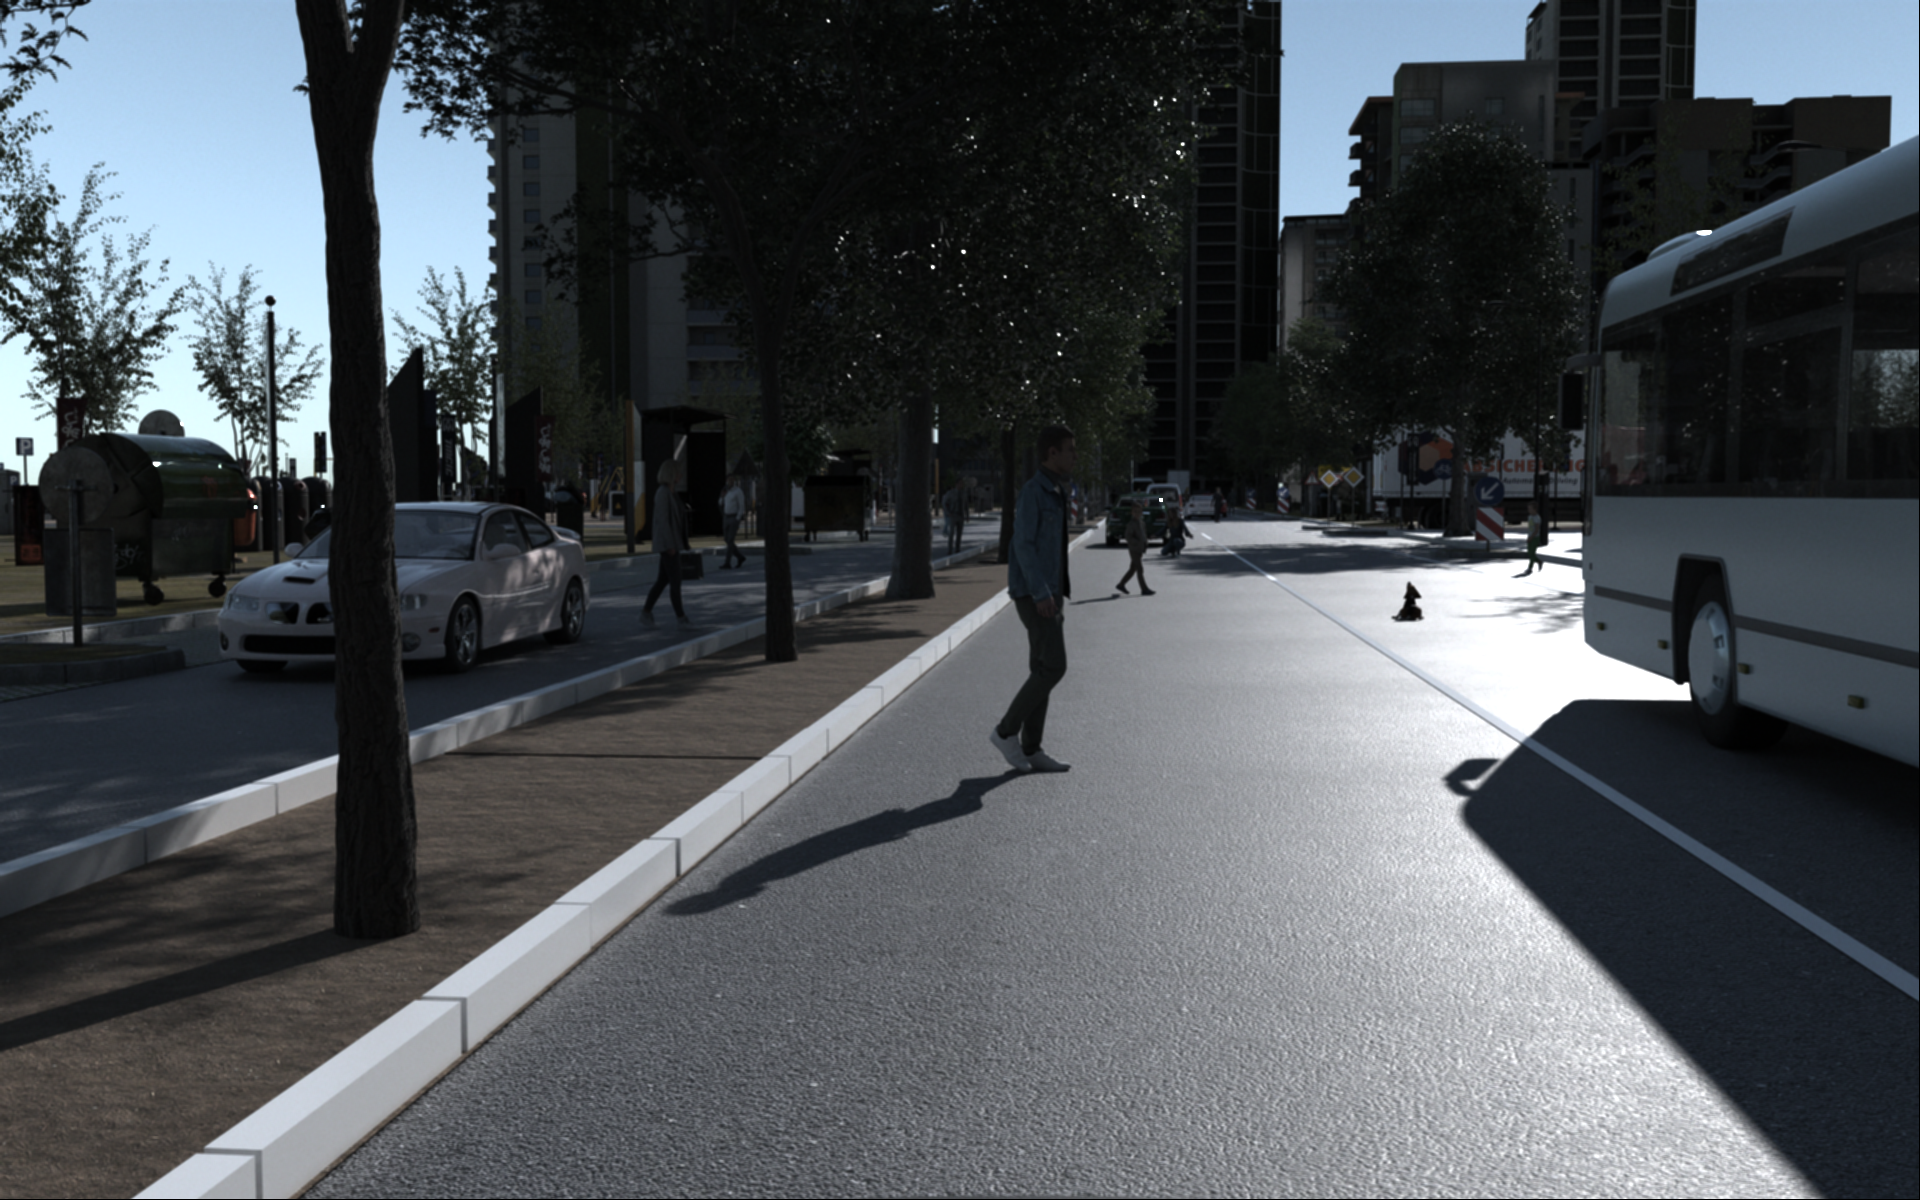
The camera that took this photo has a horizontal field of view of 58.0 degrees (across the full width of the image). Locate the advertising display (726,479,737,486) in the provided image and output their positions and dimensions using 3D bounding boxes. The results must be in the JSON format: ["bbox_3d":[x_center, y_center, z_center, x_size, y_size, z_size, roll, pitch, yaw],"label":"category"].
[{"bbox_3d":[-9.907,-4.157,73.187,0.974,1.923,0.123,-1,4,-13],"label":"advertising display"}]

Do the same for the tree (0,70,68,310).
[{"bbox_3d":[-14.175,-4.405,22.379,4.737,8.622,4.395,0,3,0],"label":"tree"}]

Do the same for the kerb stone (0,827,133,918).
[{"bbox_3d":[-3.246,0.981,6.164,0.120,0.150,1.000,0,4,6],"label":"kerb stone"}]

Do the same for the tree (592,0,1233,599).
[{"bbox_3d":[-0.678,-6.998,23.530,9.857,13.997,8.962,0,3,0],"label":"tree"}]

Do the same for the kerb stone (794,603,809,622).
[{"bbox_3d":[-1.870,0.171,19.407,0.120,0.150,1.000,0,4,6],"label":"kerb stone"}]

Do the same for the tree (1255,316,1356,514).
[{"bbox_3d":[22.578,-11.766,110.503,7.486,12.596,7.792,0,3,0],"label":"tree"}]

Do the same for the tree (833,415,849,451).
[{"bbox_3d":[-7.019,-10.871,128.103,4.360,8.622,3.978,0,3,0],"label":"tree"}]

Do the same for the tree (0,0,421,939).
[{"bbox_3d":[-1.847,-4.209,5.693,8.767,10.594,7.601,0,4,6],"label":"tree"}]

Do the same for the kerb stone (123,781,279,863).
[{"bbox_3d":[-3.143,0.920,7.181,0.120,0.150,1.000,0,4,6],"label":"kerb stone"}]

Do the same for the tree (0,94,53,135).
[{"bbox_3d":[-16.831,-4.754,28.097,4.360,8.622,3.978,0,3,0],"label":"tree"}]

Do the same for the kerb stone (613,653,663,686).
[{"bbox_3d":[-2.498,0.544,13.299,0.120,0.150,1.000,0,4,6],"label":"kerb stone"}]

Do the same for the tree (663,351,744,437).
[{"bbox_3d":[-13.041,-8.484,89.084,4.360,8.622,3.978,0,3,0],"label":"tree"}]

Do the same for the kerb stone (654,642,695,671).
[{"bbox_3d":[-2.397,0.485,14.320,0.120,0.150,1.000,0,4,6],"label":"kerb stone"}]

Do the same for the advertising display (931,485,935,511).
[{"bbox_3d":[-2.495,-8.309,141.067,0.974,1.923,0.123,-2,4,-32],"label":"advertising display"}]

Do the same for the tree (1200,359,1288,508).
[{"bbox_3d":[26.994,-15.115,157.504,12.009,13.543,11.850,0,3,0],"label":"tree"}]

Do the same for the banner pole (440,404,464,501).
[{"bbox_3d":[-13.971,-3.538,47.863,0.401,3.779,0.863,3,5,44],"label":"banner pole"}]

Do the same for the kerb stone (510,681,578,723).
[{"bbox_3d":[-2.720,0.670,11.248,0.120,0.150,1.000,0,4,6],"label":"kerb stone"}]

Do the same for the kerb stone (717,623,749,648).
[{"bbox_3d":[-2.189,0.357,16.353,0.120,0.150,1.000,0,4,6],"label":"kerb stone"}]

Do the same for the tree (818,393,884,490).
[{"bbox_3d":[-6.528,-9.764,110.004,4.737,8.622,4.395,0,3,0],"label":"tree"}]

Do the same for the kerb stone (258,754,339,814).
[{"bbox_3d":[-3.039,0.856,8.199,0.120,0.150,1.000,0,4,6],"label":"kerb stone"}]

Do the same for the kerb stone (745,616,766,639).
[{"bbox_3d":[-2.081,0.295,17.369,0.120,0.150,1.000,0,4,6],"label":"kerb stone"}]

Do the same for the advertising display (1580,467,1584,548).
[{"bbox_3d":[15.062,-2.195,41.096,0.123,1.923,0.974,-1,4,-15],"label":"advertising display"}]

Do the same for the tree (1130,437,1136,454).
[{"bbox_3d":[11.051,-10.796,129.328,4.737,8.622,4.395,0,3,0],"label":"tree"}]

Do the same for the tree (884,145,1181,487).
[{"bbox_3d":[1.661,-7.536,43.804,7.486,12.596,7.792,0,3,0],"label":"tree"}]

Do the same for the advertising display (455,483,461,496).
[{"bbox_3d":[-28.764,-5.768,99.519,0.123,1.923,0.974,-3,4,-37],"label":"advertising display"}]

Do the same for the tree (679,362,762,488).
[{"bbox_3d":[-12.465,-8.877,95.501,4.737,8.622,4.395,0,3,0],"label":"tree"}]

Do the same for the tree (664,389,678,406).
[{"bbox_3d":[-16.355,-9.568,106.806,4.737,8.622,4.395,0,3,0],"label":"tree"}]

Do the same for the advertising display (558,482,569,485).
[{"bbox_3d":[-21.823,-5.513,95.356,0.123,1.923,0.974,3,4,36],"label":"advertising display"}]

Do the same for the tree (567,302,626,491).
[{"bbox_3d":[-14.803,-6.789,61.357,4.737,8.622,4.395,0,3,0],"label":"tree"}]

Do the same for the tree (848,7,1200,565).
[{"bbox_3d":[1.059,-6.535,35.057,9.928,11.665,9.643,0,3,0],"label":"tree"}]

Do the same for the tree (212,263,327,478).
[{"bbox_3d":[-22.669,-6.402,55.039,4.360,8.622,3.978,0,3,0],"label":"tree"}]

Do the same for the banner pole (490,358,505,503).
[{"bbox_3d":[-8.469,-2.556,31.812,0.401,3.779,0.863,-2,4,-30],"label":"banner pole"}]

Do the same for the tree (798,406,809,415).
[{"bbox_3d":[-9.804,-10.247,117.908,4.737,8.622,4.395,0,3,0],"label":"tree"}]

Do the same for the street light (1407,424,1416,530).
[{"bbox_3d":[15.496,-5.436,61.420,1.470,5.913,1.316,0,4,6],"label":"street light"}]

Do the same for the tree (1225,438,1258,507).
[{"bbox_3d":[29.260,-13.863,177.023,4.737,8.622,4.395,0,3,0],"label":"tree"}]

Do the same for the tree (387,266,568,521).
[{"bbox_3d":[-15.916,-6.413,55.210,4.737,8.622,4.395,0,3,0],"label":"tree"}]

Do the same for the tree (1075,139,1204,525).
[{"bbox_3d":[5.904,-14.381,93.473,12.611,20.169,13.585,0,3,0],"label":"tree"}]

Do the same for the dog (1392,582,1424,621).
[{"bbox_3d":[5.113,0.015,19.947,0.748,0.427,0.550,-3,4,-37],"label":"dog"}]

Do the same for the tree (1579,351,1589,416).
[{"bbox_3d":[29.352,-7.752,77.106,4.360,8.622,3.978,0,3,0],"label":"tree"}]

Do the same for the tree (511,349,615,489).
[{"bbox_3d":[-19.854,-8.386,87.476,4.360,8.622,3.978,0,3,0],"label":"tree"}]

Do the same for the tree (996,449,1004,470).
[{"bbox_3d":[4.944,-13.035,163.489,4.737,8.622,4.395,0,3,0],"label":"tree"}]

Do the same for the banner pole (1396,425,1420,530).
[{"bbox_3d":[16.148,-4.426,62.375,0.863,3.779,0.401,0,4,-6],"label":"banner pole"}]

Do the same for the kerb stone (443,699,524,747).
[{"bbox_3d":[-2.825,0.732,10.232,0.120,0.150,1.000,0,4,6],"label":"kerb stone"}]

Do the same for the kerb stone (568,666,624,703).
[{"bbox_3d":[-2.607,0.608,12.276,0.120,0.150,1.000,0,4,6],"label":"kerb stone"}]

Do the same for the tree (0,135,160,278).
[{"bbox_3d":[-19.394,-5.364,38.058,4.360,8.622,3.978,0,3,0],"label":"tree"}]

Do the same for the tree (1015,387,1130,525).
[{"bbox_3d":[4.686,-7.266,71.618,4.737,8.622,4.395,0,3,0],"label":"tree"}]

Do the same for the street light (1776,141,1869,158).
[{"bbox_3d":[11.454,-3.082,22.931,1.470,5.913,1.316,0,4,6],"label":"street light"}]

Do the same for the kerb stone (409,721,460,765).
[{"bbox_3d":[-2.929,0.797,9.215,0.120,0.150,1.000,0,4,6],"label":"kerb stone"}]

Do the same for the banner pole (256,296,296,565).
[{"bbox_3d":[-8.806,-1.966,22.154,0.401,3.779,0.863,-2,4,-28],"label":"banner pole"}]

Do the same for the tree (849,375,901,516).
[{"bbox_3d":[-4.223,-9.347,103.190,4.360,8.622,3.978,0,3,0],"label":"tree"}]

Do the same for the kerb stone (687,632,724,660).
[{"bbox_3d":[-2.288,0.420,15.336,0.120,0.150,1.000,0,4,6],"label":"kerb stone"}]

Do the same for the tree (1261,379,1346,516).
[{"bbox_3d":[20.757,-9.228,101.233,4.360,8.622,3.978,0,3,0],"label":"tree"}]

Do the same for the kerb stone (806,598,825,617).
[{"bbox_3d":[-1.769,0.108,20.428,0.120,0.150,1.000,0,4,6],"label":"kerb stone"}]

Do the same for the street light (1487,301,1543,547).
[{"bbox_3d":[13.404,-4.239,41.844,1.470,5.913,1.316,0,4,6],"label":"street light"}]

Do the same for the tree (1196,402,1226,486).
[{"bbox_3d":[30.757,-16.738,190.667,9.611,12.733,9.660,0,3,0],"label":"tree"}]
